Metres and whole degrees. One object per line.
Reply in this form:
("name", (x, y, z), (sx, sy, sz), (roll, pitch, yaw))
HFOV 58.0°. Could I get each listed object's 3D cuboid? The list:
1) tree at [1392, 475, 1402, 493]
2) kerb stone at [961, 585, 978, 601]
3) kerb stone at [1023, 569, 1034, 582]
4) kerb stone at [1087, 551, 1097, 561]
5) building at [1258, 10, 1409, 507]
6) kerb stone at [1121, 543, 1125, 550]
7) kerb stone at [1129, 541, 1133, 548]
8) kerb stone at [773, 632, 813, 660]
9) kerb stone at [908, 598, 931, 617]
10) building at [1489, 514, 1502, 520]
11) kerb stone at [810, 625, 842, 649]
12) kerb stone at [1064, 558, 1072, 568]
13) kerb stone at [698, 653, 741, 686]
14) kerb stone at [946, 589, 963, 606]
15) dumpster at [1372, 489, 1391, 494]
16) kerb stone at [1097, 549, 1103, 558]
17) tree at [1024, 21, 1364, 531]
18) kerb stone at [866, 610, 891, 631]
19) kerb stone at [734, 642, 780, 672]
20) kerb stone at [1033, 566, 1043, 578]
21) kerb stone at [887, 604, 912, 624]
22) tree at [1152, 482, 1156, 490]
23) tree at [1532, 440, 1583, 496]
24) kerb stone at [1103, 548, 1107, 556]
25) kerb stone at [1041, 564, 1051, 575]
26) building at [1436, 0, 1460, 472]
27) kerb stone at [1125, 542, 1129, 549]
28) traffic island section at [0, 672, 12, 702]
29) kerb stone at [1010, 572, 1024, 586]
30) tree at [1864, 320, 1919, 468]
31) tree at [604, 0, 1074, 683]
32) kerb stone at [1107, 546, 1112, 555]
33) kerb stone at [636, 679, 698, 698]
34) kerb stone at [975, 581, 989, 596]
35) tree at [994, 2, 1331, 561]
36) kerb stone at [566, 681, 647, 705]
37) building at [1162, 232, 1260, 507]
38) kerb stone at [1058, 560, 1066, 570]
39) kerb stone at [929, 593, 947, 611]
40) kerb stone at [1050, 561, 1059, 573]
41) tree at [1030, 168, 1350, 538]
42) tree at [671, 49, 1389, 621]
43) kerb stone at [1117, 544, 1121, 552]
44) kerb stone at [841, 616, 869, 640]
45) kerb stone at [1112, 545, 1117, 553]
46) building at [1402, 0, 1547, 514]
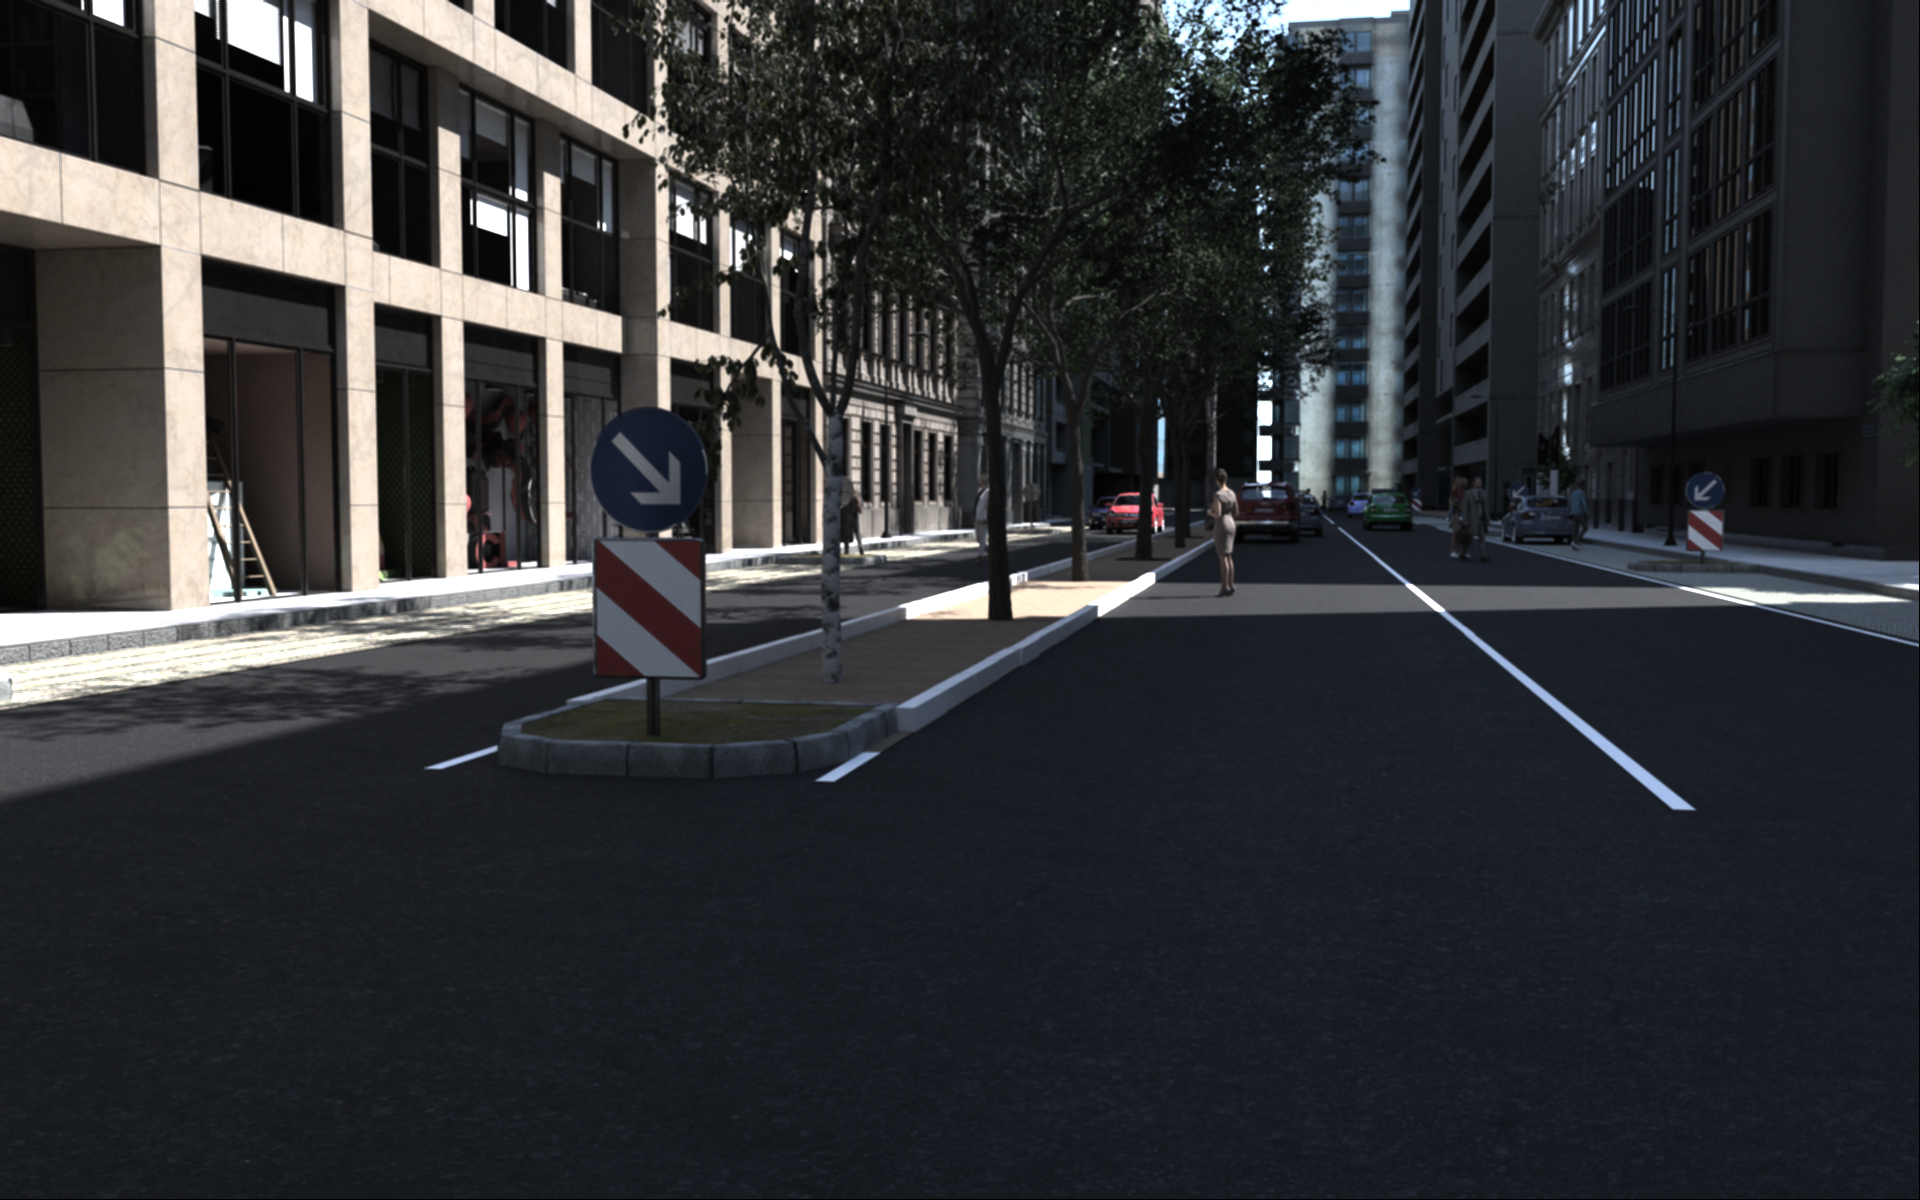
("tree", (40.225, -9.963, 157.493), (1.663, 3.219, 1.824), (0, 3, 0))
("kerb stone", (0.054, -0.071, 23.361), (0.120, 0.150, 1.000), (1, 4, 11))
("kerb stone", (1.031, -0.375, 28.388), (0.120, 0.150, 1.000), (1, 4, 11))
("kerb stone", (2.801, -0.933, 37.453), (0.120, 0.150, 1.000), (1, 4, 11))
("building", (45.710, -33.913, 174.082), (30.456, 49.044, 23.786), (1, 4, 11))
("kerb stone", (3.967, -1.302, 43.477), (0.120, 0.150, 1.000), (1, 4, 11))
("kerb stone", (4.359, -1.425, 45.493), (0.120, 0.150, 1.000), (1, 4, 11))
("kerb stone", (-1.518, 0.421, 15.308), (0.120, 0.150, 1.000), (1, 4, 11))
("kerb stone", (-0.539, 0.113, 20.342), (0.120, 0.150, 1.000), (1, 4, 11))
("building", (38.849, -28.731, 93.446), (21.300, 48.544, 21.600), (1, 4, 11))
("kerb stone", (-1.322, 0.364, 16.311), (0.120, 0.150, 1.000), (1, 4, 11))
("kerb stone", (2.007, -0.687, 33.420), (0.120, 0.150, 1.000), (1, 4, 11))
("kerb stone", (-1.915, 0.544, 13.297), (0.120, 0.150, 1.000), (1, 4, 11))
("kerb stone", (-0.153, -0.007, 22.350), (0.120, 0.150, 1.000), (1, 4, 11))
("dumpster", (35.393, -8.370, 145.064), (1.865, 1.857, 1.264), (1, 4, 10))
("kerb stone", (2.997, -0.995, 38.458), (0.120, 0.150, 1.000), (1, 4, 11))
("tree", (8.712, -12.809, 67.772), (12.611, 20.169, 13.585), (0, 3, 0))
("kerb stone", (-0.927, 0.236, 18.330), (0.120, 0.150, 1.000), (1, 4, 11))
("kerb stone", (-1.713, 0.483, 14.304), (0.120, 0.150, 1.000), (1, 4, 11))
("kerb stone", (1.226, -0.437, 29.401), (0.120, 0.150, 1.000), (1, 4, 11))
("kerb stone", (-0.735, 0.177, 19.338), (0.120, 0.150, 1.000), (1, 4, 11))
("tree", (15.669, -9.188, 144.827), (1.663, 3.219, 1.824), (0, 3, 0))
("tree", (21.185, -4.099, 61.615), (1.663, 3.219, 1.824), (0, 3, 0))
("kerb stone", (3.183, -1.053, 39.464), (0.120, 0.150, 1.000), (1, 4, 11))
("kerb stone", (1.424, -0.502, 30.409), (0.120, 0.150, 1.000), (1, 4, 11))
("building", (47.370, -32.291, 117.201), (28.713, 52.752, 27.495), (1, 4, 11))
("kerb stone", (4.165, -1.361, 44.488), (0.120, 0.150, 1.000), (1, 4, 11))
("traffic island section", (-7.699, 0.673, 11.273), (2.009, 0.180, 2.903), (1, 4, 11))
("kerb stone", (0.834, -0.312, 27.385), (0.120, 0.150, 1.000), (1, 4, 11))
("tree", (15.676, -2.606, 26.319), (4.285, 4.588, 4.351), (0, 3, 0))
("tree", (-0.940, -3.685, 13.073), (4.360, 8.622, 3.978), (0, 3, 0))
("kerb stone", (3.378, -1.118, 40.467), (0.120, 0.150, 1.000), (1, 4, 11))
("kerb stone", (-2.108, 0.610, 12.294), (0.120, 0.150, 1.000), (1, 4, 11))
("kerb stone", (0.240, -0.133, 24.370), (0.120, 0.150, 1.000), (1, 4, 11))
("tree", (4.041, -6.643, 36.831), (9.928, 11.665, 9.643), (0, 3, 0))
("kerb stone", (-2.301, 0.671, 11.283), (0.120, 0.150, 1.000), (1, 4, 11))
("building", (22.835, -24.590, 173.743), (14.107, 30.474, 14.160), (1, 4, 11))
("kerb stone", (1.810, -0.625, 32.417), (0.120, 0.150, 1.000), (1, 4, 11))
("kerb stone", (-0.344, 0.054, 21.346), (0.120, 0.150, 1.000), (1, 4, 11))
("kerb stone", (1.628, -0.564, 31.410), (0.120, 0.150, 1.000), (1, 4, 11))
("tree", (7.315, -8.734, 55.627), (12.009, 13.543, 11.850), (0, 3, 0))
("tree", (0.546, -5.062, 19.626), (8.767, 10.594, 7.601), (1, 4, 11))
("kerb stone", (3.774, -1.240, 42.473), (0.120, 0.150, 1.000), (1, 4, 11))
("kerb stone", (-1.120, 0.298, 17.320), (0.120, 0.150, 1.000), (1, 4, 11))
("kerb stone", (3.581, -1.179, 41.469), (0.120, 0.150, 1.000), (1, 4, 11))
("building", (48.250, -31.720, 142.327), (21.300, 48.544, 21.600), (1, 4, 11))
